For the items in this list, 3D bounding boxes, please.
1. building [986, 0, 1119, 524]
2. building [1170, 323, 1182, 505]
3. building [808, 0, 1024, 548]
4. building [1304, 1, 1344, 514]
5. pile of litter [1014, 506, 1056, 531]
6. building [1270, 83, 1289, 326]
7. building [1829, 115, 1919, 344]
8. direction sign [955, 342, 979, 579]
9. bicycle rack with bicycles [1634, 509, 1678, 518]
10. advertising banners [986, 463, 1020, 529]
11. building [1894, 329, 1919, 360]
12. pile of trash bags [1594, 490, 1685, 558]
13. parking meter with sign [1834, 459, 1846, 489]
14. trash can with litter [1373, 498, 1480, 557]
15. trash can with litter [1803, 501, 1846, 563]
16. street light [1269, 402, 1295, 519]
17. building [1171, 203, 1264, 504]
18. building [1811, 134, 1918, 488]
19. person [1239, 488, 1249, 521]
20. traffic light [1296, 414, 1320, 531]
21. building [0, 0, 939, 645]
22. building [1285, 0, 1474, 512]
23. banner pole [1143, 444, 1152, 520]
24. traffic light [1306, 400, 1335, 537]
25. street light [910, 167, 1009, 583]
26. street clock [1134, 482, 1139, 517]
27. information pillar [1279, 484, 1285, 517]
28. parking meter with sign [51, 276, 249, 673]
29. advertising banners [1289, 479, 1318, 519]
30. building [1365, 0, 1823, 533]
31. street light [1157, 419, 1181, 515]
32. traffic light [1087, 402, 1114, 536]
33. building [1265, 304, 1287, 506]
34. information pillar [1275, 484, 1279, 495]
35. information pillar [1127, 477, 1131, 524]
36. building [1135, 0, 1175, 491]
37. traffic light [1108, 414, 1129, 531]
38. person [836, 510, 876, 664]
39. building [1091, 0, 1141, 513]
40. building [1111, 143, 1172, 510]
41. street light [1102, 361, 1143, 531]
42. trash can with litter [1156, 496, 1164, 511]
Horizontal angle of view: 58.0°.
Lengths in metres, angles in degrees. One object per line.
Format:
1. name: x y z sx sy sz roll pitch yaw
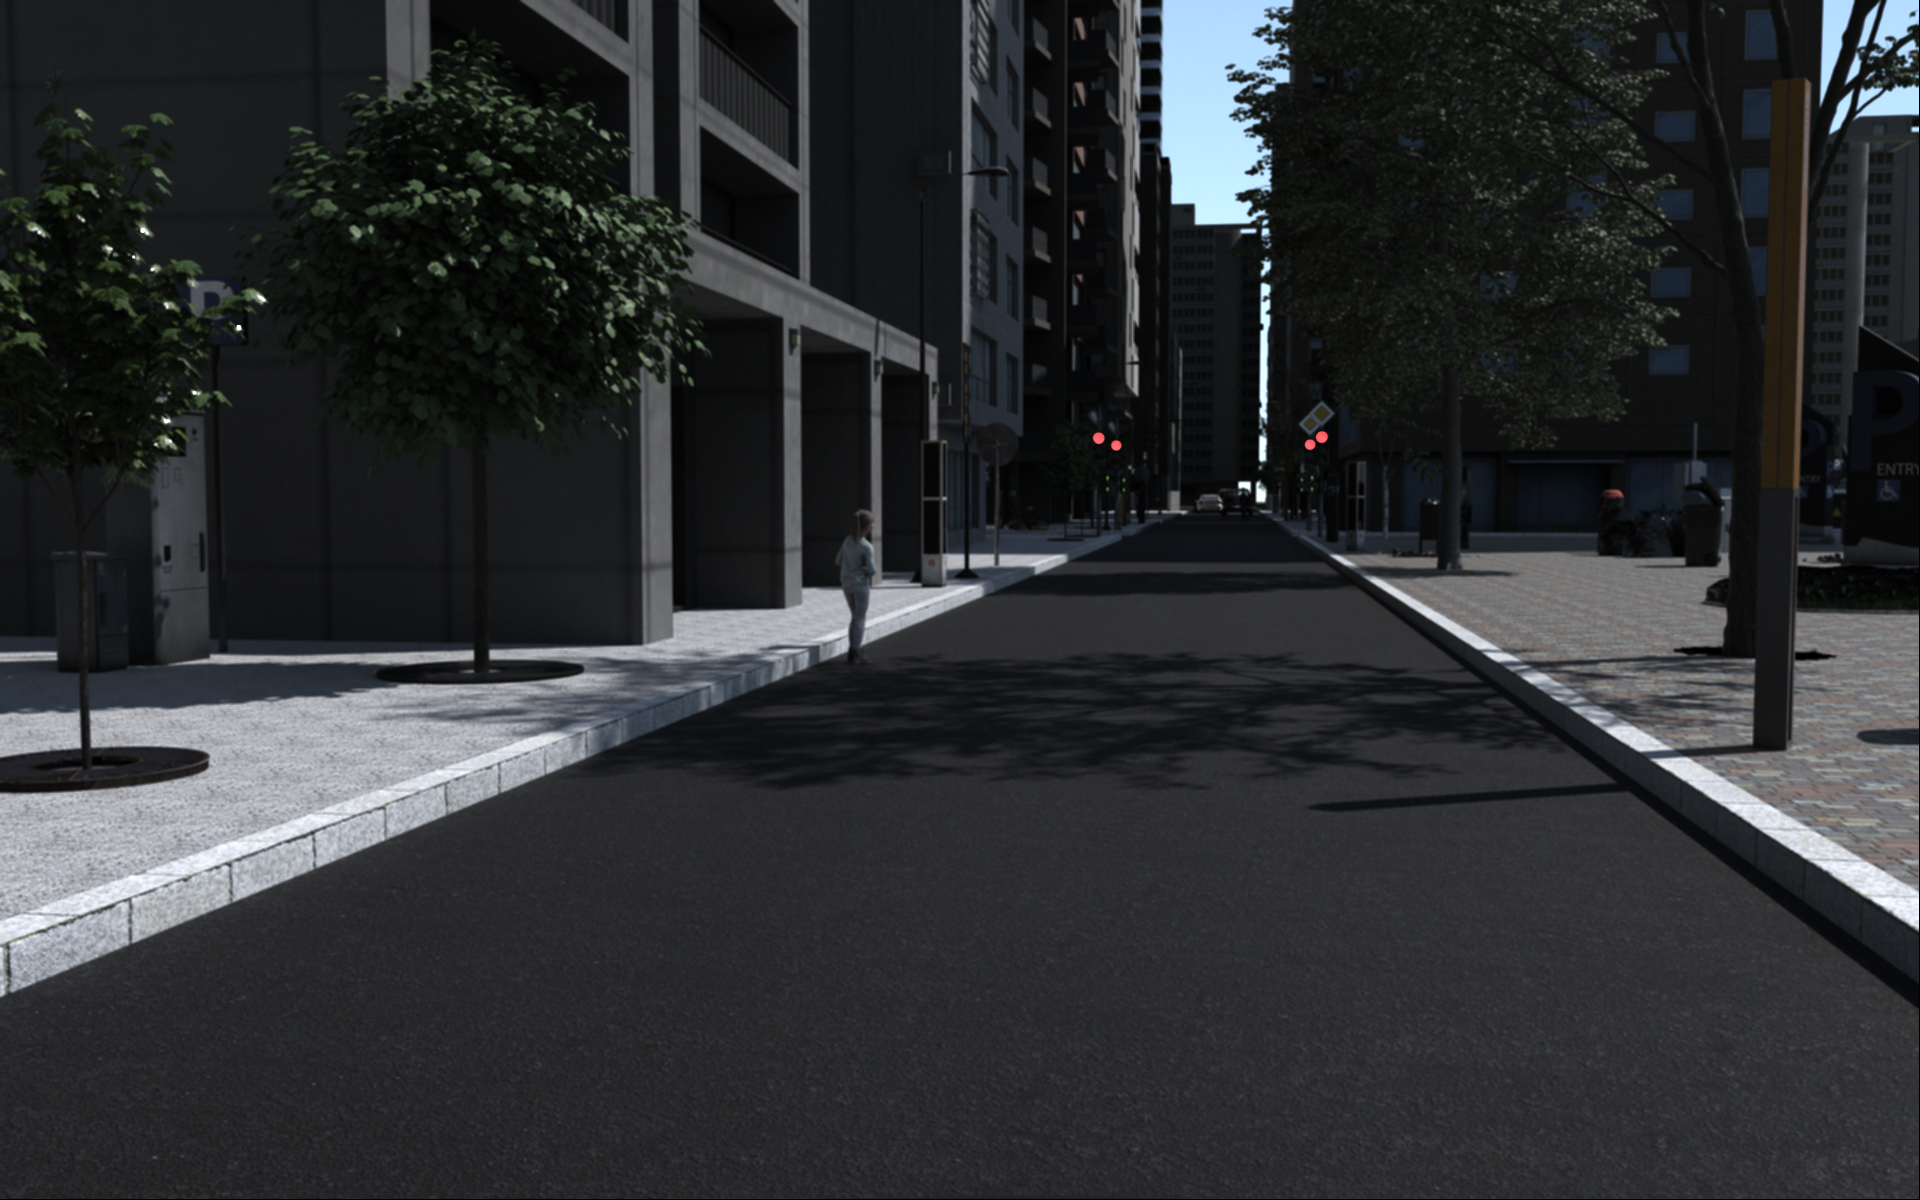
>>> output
1. building: -3.694 -26.384 86.006 22.147 44.769 28.867 1 4 9
2. building: 10.431 -21.636 198.783 28.899 21.520 27.650 1 4 9
3. building: -5.684 -22.059 44.266 14.086 41.232 14.154 1 4 9
4. building: 33.017 -27.770 108.662 22.147 44.769 28.867 1 4 9
5. pile of litter: 2.644 -2.894 61.275 1.719 0.858 1.176 -1 4 -15
6. building: 45.890 -34.926 194.736 21.300 48.544 21.600 1 4 9
7. building: 102.663 -30.939 189.447 14.086 41.232 14.154 1 4 9
8. direction sign: 0.105 -2.103 26.374 0.379 3.537 0.876 0 4 6
9. bicycle rack with bicycles: 16.566 -1.672 40.713 2.852 0.926 2.925 -1 4 -15
10. advertising banners: 1.457 -4.117 63.507 0.090 3.025 2.074 -3 5 -40
11. building: 52.490 -45.789 61.319 31.000 86.520 22.319 1 4 9
12. pile of trash bags: 14.293 -1.634 36.469 1.912 1.369 3.447 0 4 -4
13. parking meter with sign: 43.707 -5.443 85.252 0.543 3.016 1.738 -1 4 -16
14. trash can with litter: 9.519 -1.515 35.825 1.678 1.210 2.233 -2 4 -27
15. trash can with litter: 16.885 -1.332 32.840 1.678 1.210 2.233 1 4 15
16. street light: 16.226 -7.012 87.193 1.470 5.913 1.316 1 4 9
17. building: 28.911 -33.203 234.747 23.993 40.220 32.217 1 4 9
18. building: 82.486 -30.084 183.753 23.993 40.220 32.217 1 4 9
19. person: 14.988 -5.039 91.308 0.534 1.772 0.576 0 4 5
20. traffic light: 12.060 -4.339 59.869 0.839 4.253 0.868 1 4 9
21. building: -11.159 -35.841 24.246 20.563 71.187 20.611 1 4 9
22. building: 35.374 -30.505 148.865 14.600 45.320 14.200 1 4 9
23. banner pole: 9.248 -5.873 86.047 0.401 3.779 0.863 2 4 27
24. traffic light: 10.815 -3.857 51.981 0.839 4.253 0.868 1 4 9
25. street light: -0.006 -3.199 24.840 1.470 5.913 1.316 1 4 9
26. street clock: 10.100 -5.708 97.897 0.471 2.002 0.358 1 4 10
27. information pillar: 18.587 -5.787 99.109 0.304 2.012 0.304 -1 4 -11
28. parking meter with sign: -6.144 -1.034 13.173 0.543 3.016 1.738 1 4 11
29. advertising banners: 17.983 -5.767 90.482 0.090 3.025 2.074 -3 4 -36
30. building: 21.526 -25.232 62.658 14.200 45.320 14.600 1 4 9
31. street light: 12.967 -8.251 107.437 1.470 5.913 1.316 1 4 9
32. traffic light: 4.282 -3.919 52.992 0.839 4.253 0.868 1 4 9
33. building: 44.432 -19.892 170.277 27.650 21.520 28.899 1 4 9
34. information pillar: 22.585 -7.251 123.038 0.304 2.012 0.304 3 4 38
35. information pillar: 7.195 -4.304 74.868 0.304 2.012 0.304 1 4 23
36. building: 9.587 -52.104 164.579 22.319 86.520 31.000 1 4 9
37. traffic light: 5.526 -4.401 60.880 0.839 4.253 0.868 1 4 9
38. person: -0.858 -0.116 14.671 0.425 1.301 0.394 2 4 27
39. building: -1.361 -32.582 121.955 28.713 52.752 27.495 1 4 9
40. building: 10.136 -22.726 143.274 14.160 30.474 14.107 1 4 9
41. street light: 5.695 -5.395 60.744 1.470 5.913 1.316 1 4 9
42. trash can with litter: 15.202 -7.401 132.385 0.624 1.170 1.055 -1 4 -11
